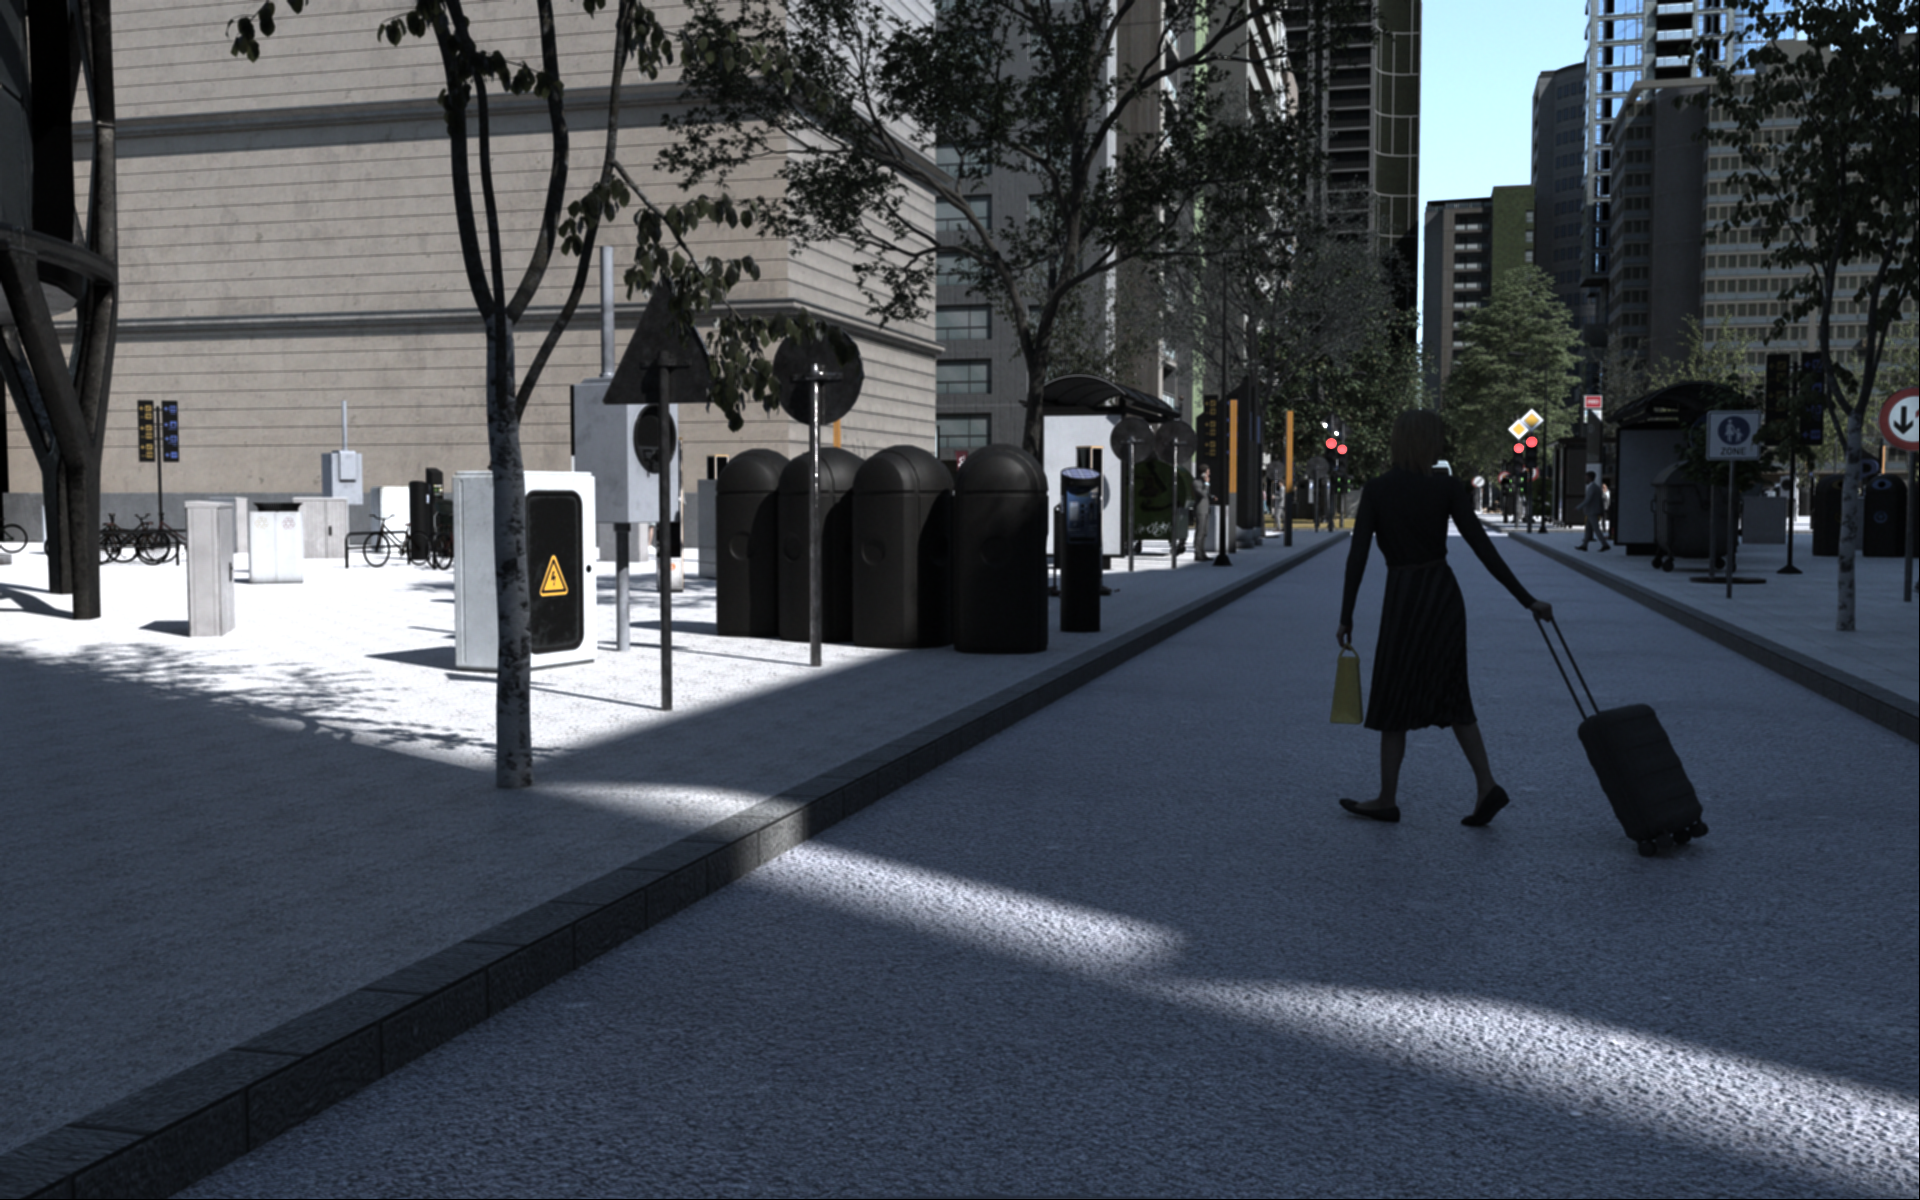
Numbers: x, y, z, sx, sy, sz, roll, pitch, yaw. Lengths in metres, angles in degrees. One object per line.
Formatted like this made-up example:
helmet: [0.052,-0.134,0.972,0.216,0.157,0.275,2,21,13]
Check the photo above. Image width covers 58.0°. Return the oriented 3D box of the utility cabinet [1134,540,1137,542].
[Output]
utility cabinet: [4.155,-2.260,45.633,1.173,1.500,0.318,-3,5,-40]

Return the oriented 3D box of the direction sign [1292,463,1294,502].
direction sign: [21.971,-7.496,114.558,0.379,3.537,0.876,2,4,27]

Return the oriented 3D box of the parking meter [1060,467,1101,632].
parking meter: [1.126,-0.475,16.185,0.372,1.533,0.369,0,3,0]

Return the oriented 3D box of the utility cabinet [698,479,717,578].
utility cabinet: [-3.577,-1.064,26.077,0.318,1.500,1.173,-2,4,-30]

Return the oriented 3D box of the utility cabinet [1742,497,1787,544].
utility cabinet: [20.806,-2.057,44.795,1.020,1.237,0.306,2,4,28]

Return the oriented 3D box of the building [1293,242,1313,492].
building: [33.606,-26.226,200.497,14.107,30.474,14.160,1,4,15]

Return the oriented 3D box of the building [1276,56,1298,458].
building: [26.700,-32.191,176.432,14.600,45.320,14.200,1,4,15]

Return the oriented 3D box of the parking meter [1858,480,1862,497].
parking meter: [34.161,-3.691,66.065,0.255,1.863,0.399,0,4,-6]

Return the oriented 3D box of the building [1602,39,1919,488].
building: [71.045,-28.208,153.089,32.217,40.220,23.993,1,4,15]

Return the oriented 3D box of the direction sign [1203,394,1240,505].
direction sign: [5.954,-2.905,39.499,0.876,3.537,0.379,2,4,32]

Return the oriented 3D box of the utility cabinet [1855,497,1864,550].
utility cabinet: [21.113,-1.750,39.774,1.020,1.237,0.306,2,4,24]

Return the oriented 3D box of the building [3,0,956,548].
building: [-12.957,-15.975,48.588,23.554,28.519,14.401,1,4,15]

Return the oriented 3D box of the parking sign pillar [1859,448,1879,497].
parking sign pillar: [50.205,-6.559,95.717,1.447,3.967,1.447,3,5,43]

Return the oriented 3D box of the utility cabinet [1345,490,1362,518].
utility cabinet: [20.852,-5.038,91.055,1.173,1.500,0.318,0,4,-1]

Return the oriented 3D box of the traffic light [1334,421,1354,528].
traffic light: [14.622,-4.724,66.166,0.839,4.253,0.868,1,4,15]

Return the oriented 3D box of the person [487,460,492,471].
person: [-6.150,-1.005,22.954,0.782,1.767,0.515,0,4,1]

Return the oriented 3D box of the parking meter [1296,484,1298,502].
parking meter: [19.555,-5.739,99.535,0.399,1.863,0.255,2,4,34]

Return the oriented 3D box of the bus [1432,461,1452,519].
bus: [27.600,-6.551,101.962,2.948,3.499,13.247,1,4,16]

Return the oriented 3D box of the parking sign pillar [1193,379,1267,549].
parking sign pillar: [6.259,-3.211,40.964,1.447,3.967,1.447,2,4,27]

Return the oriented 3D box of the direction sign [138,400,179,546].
direction sign: [-19.416,-3.059,42.012,0.876,3.537,0.379,-1,4,-23]

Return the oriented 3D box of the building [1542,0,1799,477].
building: [73.837,-53.013,179.429,22.319,86.520,31.000,1,4,15]

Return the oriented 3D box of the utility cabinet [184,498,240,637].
utility cabinet: [-6.915,-0.297,16.012,0.306,1.237,1.020,-1,4,-16]

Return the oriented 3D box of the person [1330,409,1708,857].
person: [2.273,0.088,7.282,1.509,1.804,0.699,3,5,44]

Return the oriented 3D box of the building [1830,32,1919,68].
building: [98.168,-34.020,179.924,21.600,48.544,21.300,1,4,15]

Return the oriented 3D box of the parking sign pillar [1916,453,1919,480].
parking sign pillar: [42.782,-5.410,76.920,1.447,3.967,1.447,-1,4,-16]

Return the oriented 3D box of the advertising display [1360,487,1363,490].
advertising display: [23.764,-5.878,101.311,0.123,1.923,0.974,-2,4,-32]

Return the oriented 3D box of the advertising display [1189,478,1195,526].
advertising display: [9.142,-3.892,68.844,0.974,1.923,0.123,-1,4,-19]

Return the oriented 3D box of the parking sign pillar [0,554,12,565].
parking sign pillar: [-17.998,-2.618,31.273,1.447,3.967,1.447,0,4,-1]

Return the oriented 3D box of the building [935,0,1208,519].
building: [4.432,-24.617,86.080,14.154,41.232,14.086,1,4,15]

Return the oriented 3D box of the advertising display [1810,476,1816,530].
advertising display: [30.969,-3.528,62.905,0.123,1.923,0.974,2,4,28]

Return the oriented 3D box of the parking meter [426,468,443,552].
parking meter: [-11.706,-2.013,38.621,0.255,1.863,0.399,-3,5,-40]

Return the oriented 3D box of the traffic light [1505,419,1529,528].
traffic light: [20.771,-4.625,64.540,0.839,4.253,0.868,1,4,15]

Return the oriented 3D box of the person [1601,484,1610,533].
person: [22.779,-3.198,60.965,0.592,1.802,0.473,1,4,14]

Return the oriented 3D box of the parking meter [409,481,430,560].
parking meter: [-10.531,-1.550,33.756,0.372,1.533,0.369,0,3,0]

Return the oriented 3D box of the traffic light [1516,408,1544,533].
traffic light: [18.702,-4.153,56.826,0.839,4.253,0.868,1,4,15]

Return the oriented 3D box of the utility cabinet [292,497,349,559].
utility cabinet: [-12.696,-1.422,34.405,1.020,1.237,0.306,-1,4,-12]

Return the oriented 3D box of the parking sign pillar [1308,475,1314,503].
parking sign pillar: [21.912,-7.304,107.896,1.447,3.967,1.447,1,4,8]

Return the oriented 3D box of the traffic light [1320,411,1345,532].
traffic light: [12.553,-4.253,58.453,0.839,4.253,0.868,1,4,15]

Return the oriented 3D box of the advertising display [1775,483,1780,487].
advertising display: [47.842,-5.871,101.198,0.123,1.923,0.974,0,4,2]

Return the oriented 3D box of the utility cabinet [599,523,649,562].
utility cabinet: [-6.378,-1.324,32.811,1.020,1.237,0.306,2,4,32]

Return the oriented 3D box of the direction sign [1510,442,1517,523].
direction sign: [24.273,-5.123,75.760,0.379,3.537,0.876,1,4,10]

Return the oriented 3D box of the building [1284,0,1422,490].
building: [52.566,-48.970,238.913,20.611,71.187,20.563,1,4,15]

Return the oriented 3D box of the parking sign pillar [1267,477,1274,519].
parking sign pillar: [6.868,-3.356,43.350,1.447,3.967,1.447,2,4,35]

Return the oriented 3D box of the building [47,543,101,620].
building: [-17.553,-9.048,15.391,16.820,18.784,16.811,1,4,15]

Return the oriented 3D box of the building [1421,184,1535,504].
building: [69.126,-33.564,232.364,14.086,41.232,14.154,1,4,15]

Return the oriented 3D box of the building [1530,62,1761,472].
building: [90.664,-42.053,229.573,28.212,58.520,21.231,1,4,15]

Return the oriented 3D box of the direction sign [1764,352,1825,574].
direction sign: [13.412,-2.196,27.895,0.876,3.537,0.379,3,5,42]

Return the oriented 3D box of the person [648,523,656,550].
person: [-7.195,-2.018,40.046,0.512,1.701,0.522,1,4,13]

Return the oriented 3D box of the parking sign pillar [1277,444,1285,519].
parking sign pillar: [16.930,-6.204,89.911,1.447,3.967,1.447,1,4,21]

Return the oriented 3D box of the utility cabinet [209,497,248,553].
utility cabinet: [-15.963,-1.632,37.840,1.020,1.237,0.306,3,4,36]

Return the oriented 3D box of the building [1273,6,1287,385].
building: [15.053,-34.744,157.304,28.713,52.752,27.495,1,4,15]

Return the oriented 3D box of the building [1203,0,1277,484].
building: [9.848,-30.245,118.200,21.300,48.544,21.600,1,4,15]
